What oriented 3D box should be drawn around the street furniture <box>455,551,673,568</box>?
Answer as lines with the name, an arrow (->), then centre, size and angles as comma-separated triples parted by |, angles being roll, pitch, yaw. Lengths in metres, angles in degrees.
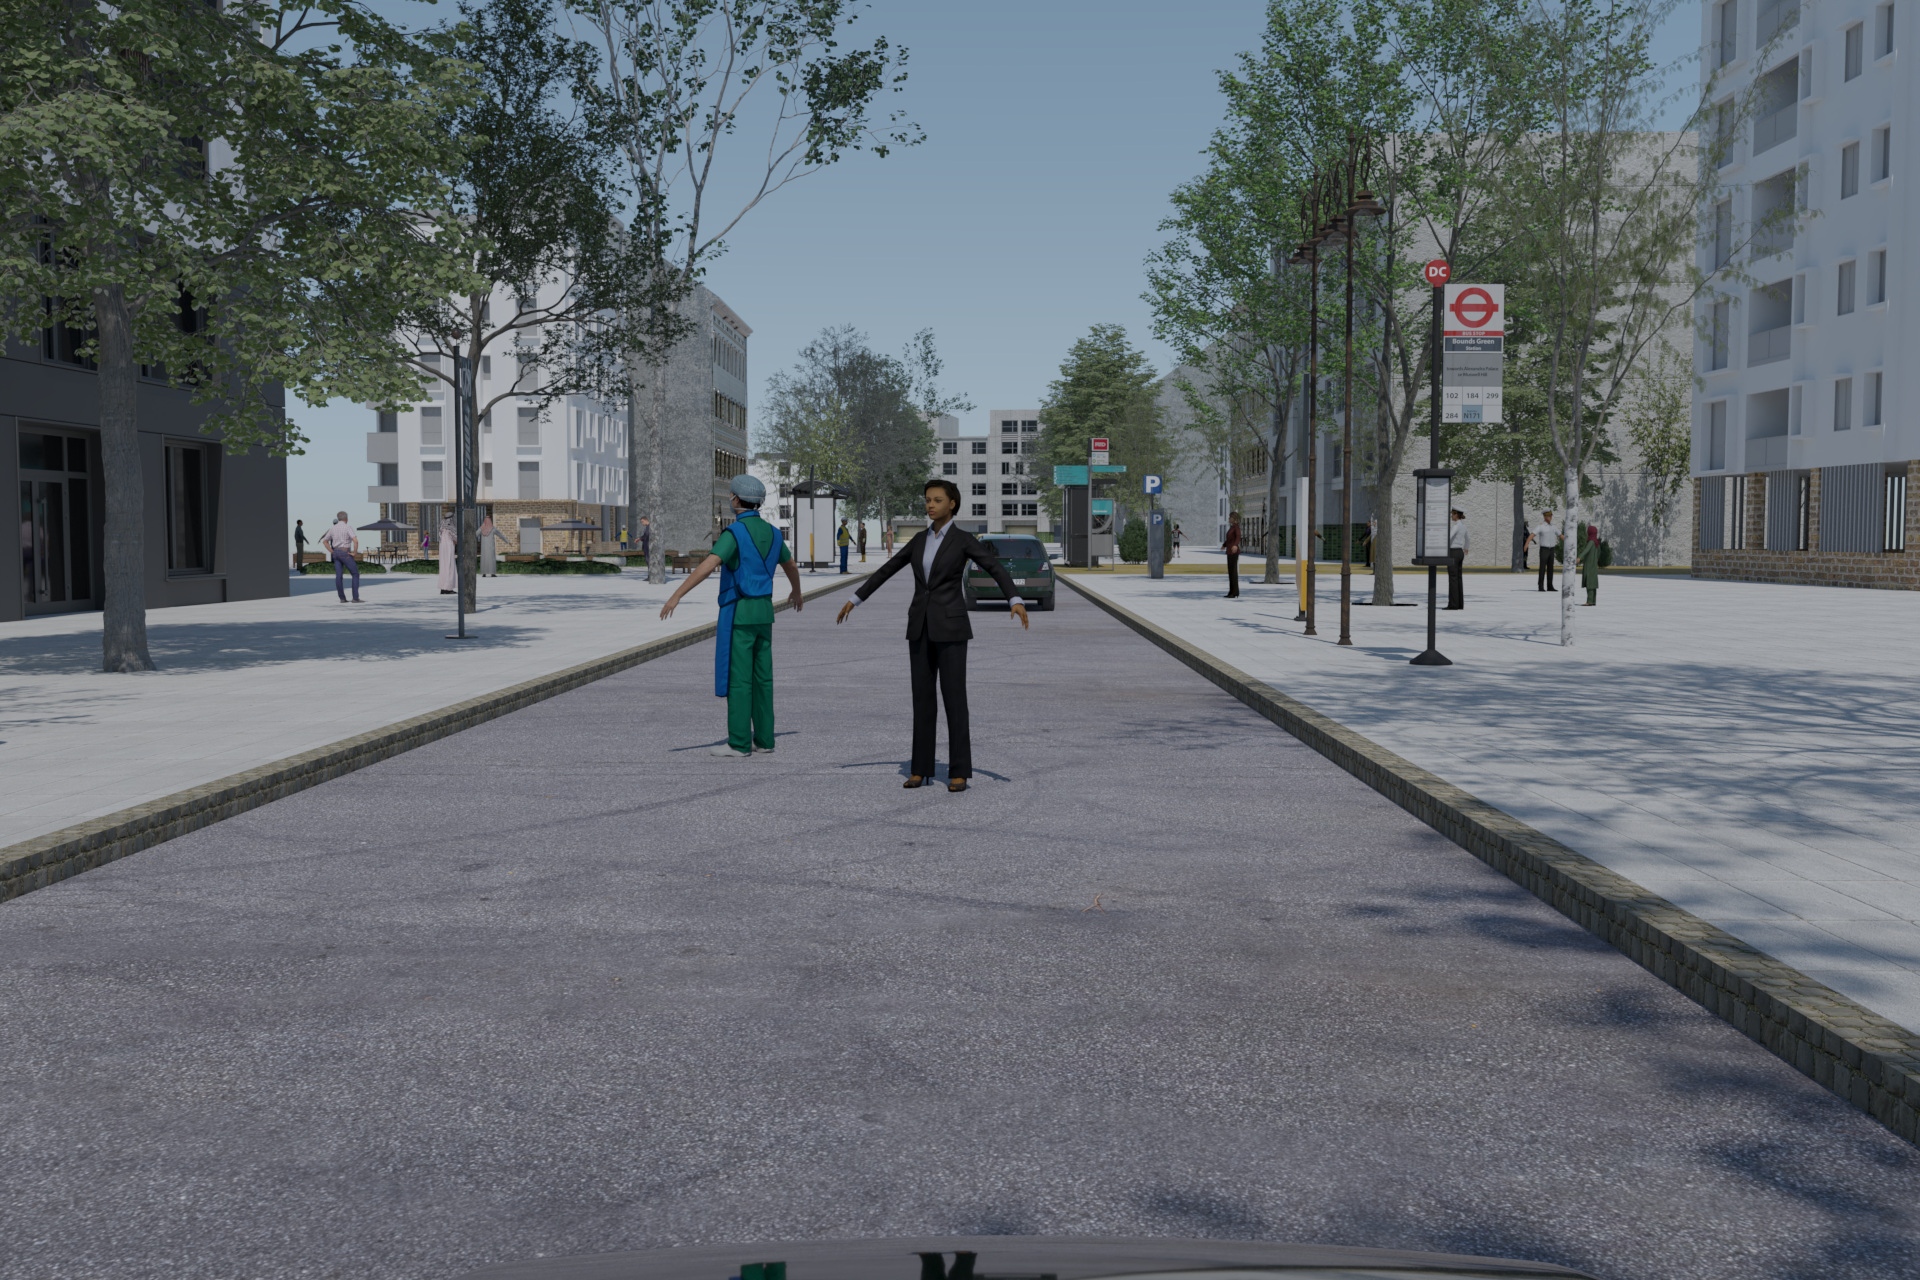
street furniture -> -14.786, -3.150, 67.127 | 10.072, 0.657, 5.734 | -3, 5, -40

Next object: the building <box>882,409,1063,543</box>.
building -> 5.629, -23.481, 252.834 | 31.486, 18.905, 16.747 | 1, 4, 10

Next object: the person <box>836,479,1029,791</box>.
person -> -0.152, -0.030, 9.665 | 1.216, 1.740, 0.721 | 2, 4, 29

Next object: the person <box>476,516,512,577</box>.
person -> -13.988, -2.767, 51.382 | 1.347, 1.811, 0.704 | 0, 4, -3

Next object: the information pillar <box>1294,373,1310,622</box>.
information pillar -> 5.039, -2.087, 25.484 | 0.183, 3.616, 0.504 | 0, 4, 1

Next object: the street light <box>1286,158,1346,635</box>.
street light -> 4.453, -3.000, 21.843 | 0.468, 5.910, 1.993 | 0, 4, 1

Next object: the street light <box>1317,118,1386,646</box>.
street light -> 4.447, -2.877, 19.831 | 0.468, 5.910, 1.993 | 0, 4, 1

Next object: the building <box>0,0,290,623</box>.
building -> -27.913, -10.687, 18.714 | 27.936, 21.610, 32.646 | 0, 4, 1

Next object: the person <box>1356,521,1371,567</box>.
person -> 15.795, -3.710, 66.888 | 0.704, 1.802, 1.346 | -2, 4, -24

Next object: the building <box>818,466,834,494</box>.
building -> -20.743, -17.195, 223.281 | 9.099, 9.664, 28.070 | 0, 4, 1

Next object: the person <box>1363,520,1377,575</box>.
person -> 12.907, -2.885, 53.938 | 0.721, 1.736, 1.217 | -1, 4, -17

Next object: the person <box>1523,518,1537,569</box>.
person -> 20.642, -3.517, 63.290 | 1.354, 1.856, 0.705 | -3, 5, -44

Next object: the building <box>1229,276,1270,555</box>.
building -> 27.802, -17.083, 110.234 | 19.493, 23.208, 18.063 | 0, 4, 1

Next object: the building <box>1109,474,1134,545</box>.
building -> 26.183, -21.800, 222.889 | 16.747, 18.905, 31.486 | 0, 4, 1

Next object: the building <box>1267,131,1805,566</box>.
building -> 26.012, -13.365, 84.977 | 16.747, 18.905, 31.486 | 0, 4, 1

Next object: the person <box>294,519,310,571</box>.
person -> -23.099, -3.328, 60.681 | 0.705, 1.796, 1.348 | -3, 4, -37

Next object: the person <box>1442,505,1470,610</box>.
person -> 8.313, -1.395, 29.277 | 0.721, 1.778, 1.216 | 3, 5, 41

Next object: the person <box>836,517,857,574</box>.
person -> -3.670, -3.016, 55.283 | 0.705, 1.833, 1.349 | 1, 4, 21

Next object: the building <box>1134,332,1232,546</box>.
building -> 29.286, -21.999, 190.605 | 19.493, 23.208, 18.063 | 0, 4, 1

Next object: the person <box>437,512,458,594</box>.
person -> -10.868, -1.843, 36.850 | 0.551, 1.740, 0.621 | 3, 4, 36

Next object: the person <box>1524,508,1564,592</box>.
person -> 13.069, -2.001, 38.509 | 1.343, 1.855, 0.704 | -1, 4, -19

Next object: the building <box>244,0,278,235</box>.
building -> -25.167, -11.086, 37.677 | 16.016, 20.090, 11.380 | 0, 4, 1

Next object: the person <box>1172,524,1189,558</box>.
person -> 11.768, -5.383, 94.149 | 1.345, 1.843, 0.704 | 1, 4, 16

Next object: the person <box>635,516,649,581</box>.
person -> -8.562, -2.479, 47.028 | 0.568, 1.767, 0.683 | -2, 4, -31

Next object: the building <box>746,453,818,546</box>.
building -> -20.219, -15.346, 193.053 | 9.099, 9.664, 28.070 | 0, 4, 1

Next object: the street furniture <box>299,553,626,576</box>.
street furniture -> -15.661, -2.463, 55.894 | 10.072, 0.657, 5.734 | 0, 4, 5

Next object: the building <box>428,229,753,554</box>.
building -> -25.094, -17.670, 119.826 | 19.493, 23.208, 18.063 | 0, 3, 0

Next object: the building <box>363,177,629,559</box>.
building -> -25.328, -14.407, 91.969 | 16.016, 20.090, 11.380 | 0, 4, 2

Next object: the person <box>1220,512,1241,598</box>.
person -> 5.394, -1.704, 34.669 | 0.721, 1.729, 1.215 | 0, 4, -3

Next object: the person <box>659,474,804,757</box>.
person -> -1.405, -0.163, 11.247 | 0.704, 1.817, 1.347 | 2, 4, 33

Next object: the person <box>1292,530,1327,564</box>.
person -> 13.984, -3.889, 69.348 | 1.354, 1.858, 0.705 | 1, 4, 17

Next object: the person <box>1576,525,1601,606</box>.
person -> 11.188, -1.325, 30.874 | 0.599, 1.438, 0.989 | 3, 5, 39

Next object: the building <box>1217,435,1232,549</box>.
building -> 26.561, -11.858, 136.026 | 9.099, 9.664, 28.070 | 0, 4, 1

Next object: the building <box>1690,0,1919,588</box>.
building -> 26.441, -11.738, 48.336 | 16.016, 20.090, 11.380 | 0, 4, 1

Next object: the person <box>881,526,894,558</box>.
person -> -3.803, -5.188, 91.620 | 0.721, 1.733, 1.217 | -2, 4, -33

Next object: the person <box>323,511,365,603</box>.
person -> -11.472, -1.550, 32.318 | 0.756, 1.711, 0.436 | 2, 4, 26

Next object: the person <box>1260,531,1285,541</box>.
person -> 16.602, -5.269, 92.077 | 1.347, 1.837, 0.705 | 1, 4, 14

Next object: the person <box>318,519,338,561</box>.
person -> -22.737, -3.503, 63.132 | 1.347, 1.847, 0.705 | 0, 4, -7

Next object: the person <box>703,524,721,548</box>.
person -> -12.623, -5.099, 89.498 | 1.348, 1.813, 0.705 | 0, 4, 5

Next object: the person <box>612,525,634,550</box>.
person -> -18.445, -5.409, 94.897 | 1.216, 1.772, 0.721 | -2, 4, -28

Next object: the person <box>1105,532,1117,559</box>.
person -> 7.788, -5.158, 90.526 | 1.347, 1.806, 0.705 | 1, 4, 14

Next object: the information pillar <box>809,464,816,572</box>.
information pillar -> -4.955, -4.080, 58.068 | 0.183, 3.616, 0.504 | 0, 4, 3

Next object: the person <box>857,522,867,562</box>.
person -> -4.420, -4.420, 78.398 | 0.704, 1.812, 1.346 | -1, 4, -15

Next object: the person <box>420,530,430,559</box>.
person -> -21.077, -3.604, 68.192 | 0.599, 1.433, 0.991 | 0, 4, -4
